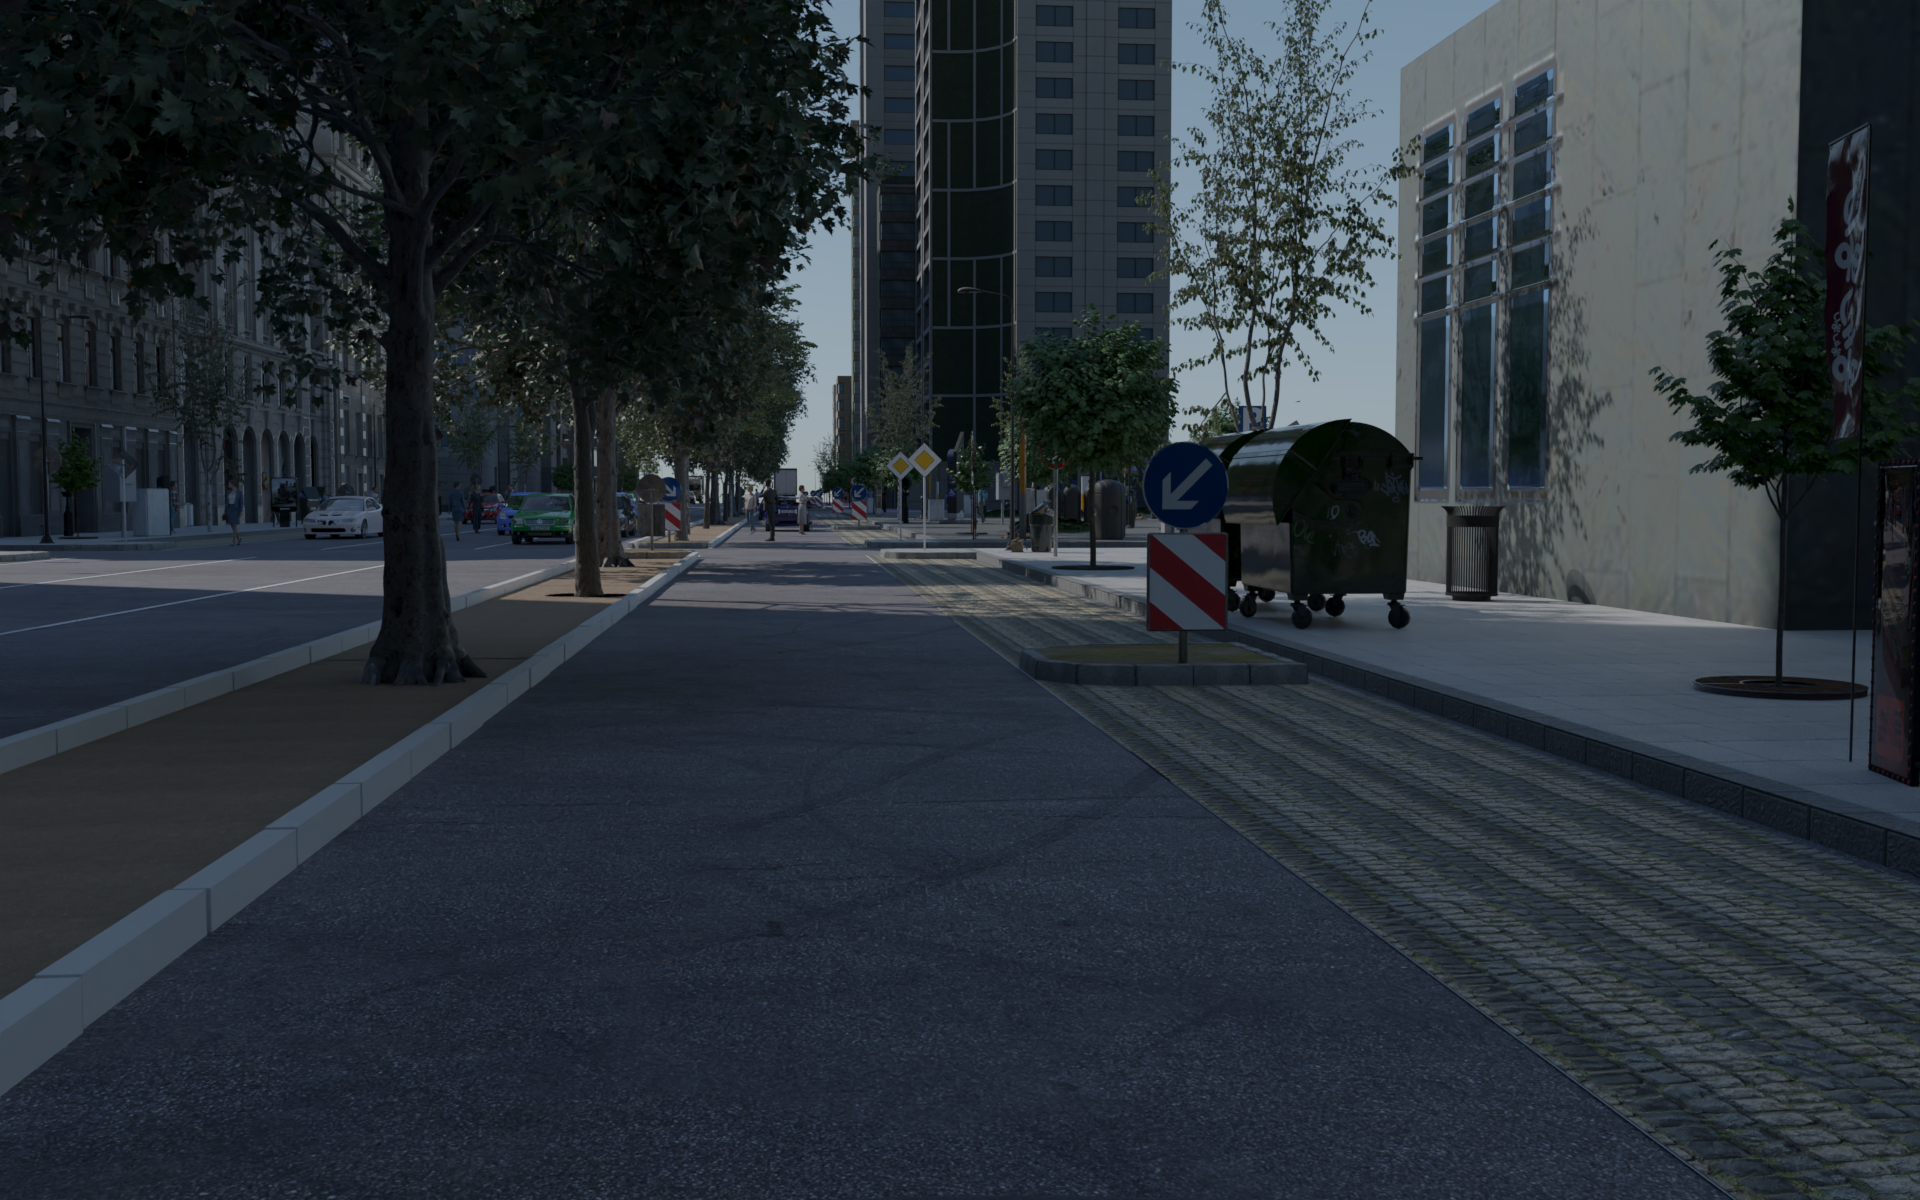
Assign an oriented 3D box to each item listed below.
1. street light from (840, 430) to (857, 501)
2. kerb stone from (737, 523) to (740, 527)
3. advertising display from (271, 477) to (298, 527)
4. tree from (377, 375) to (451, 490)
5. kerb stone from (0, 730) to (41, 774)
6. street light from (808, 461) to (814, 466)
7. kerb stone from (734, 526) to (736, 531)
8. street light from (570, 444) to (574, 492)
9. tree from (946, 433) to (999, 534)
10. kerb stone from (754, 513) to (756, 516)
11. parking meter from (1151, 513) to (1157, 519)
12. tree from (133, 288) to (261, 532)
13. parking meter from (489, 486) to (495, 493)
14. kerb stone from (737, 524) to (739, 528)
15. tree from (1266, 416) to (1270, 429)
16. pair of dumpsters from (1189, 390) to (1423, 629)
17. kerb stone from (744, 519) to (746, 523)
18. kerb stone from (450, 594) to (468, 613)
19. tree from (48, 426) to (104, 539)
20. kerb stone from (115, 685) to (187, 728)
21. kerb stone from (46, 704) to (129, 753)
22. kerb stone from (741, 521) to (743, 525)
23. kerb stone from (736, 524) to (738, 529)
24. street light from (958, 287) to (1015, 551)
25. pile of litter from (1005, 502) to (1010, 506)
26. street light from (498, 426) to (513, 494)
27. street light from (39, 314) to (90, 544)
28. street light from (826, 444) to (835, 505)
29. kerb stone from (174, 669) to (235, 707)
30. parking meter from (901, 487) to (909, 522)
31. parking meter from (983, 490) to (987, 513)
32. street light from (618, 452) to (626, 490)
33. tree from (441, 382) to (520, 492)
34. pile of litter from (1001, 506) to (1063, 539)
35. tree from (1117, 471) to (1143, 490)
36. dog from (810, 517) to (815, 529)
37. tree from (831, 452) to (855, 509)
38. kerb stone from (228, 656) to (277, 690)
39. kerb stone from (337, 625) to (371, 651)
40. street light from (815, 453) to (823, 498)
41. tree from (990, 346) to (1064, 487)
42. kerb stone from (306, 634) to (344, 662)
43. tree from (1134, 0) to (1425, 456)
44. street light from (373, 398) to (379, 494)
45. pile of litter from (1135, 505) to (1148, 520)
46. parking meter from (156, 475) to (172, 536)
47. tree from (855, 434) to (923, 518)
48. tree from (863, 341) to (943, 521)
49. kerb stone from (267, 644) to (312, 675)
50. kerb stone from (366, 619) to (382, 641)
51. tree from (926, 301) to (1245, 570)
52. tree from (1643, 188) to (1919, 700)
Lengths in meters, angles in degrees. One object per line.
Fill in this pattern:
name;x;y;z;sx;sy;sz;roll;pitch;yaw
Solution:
street light;-8.017;-9.351;125.433;1.470;5.913;1.316;0;4;-6
kerb stone;-9.078;-2.922;69.963;0.120;0.150;1.000;0;4;-6
advertising display;-26.094;-3.773;66.900;0.974;1.923;0.123;0;4;-6
tree;-30.130;-8.918;96.167;4.360;8.622;3.978;0;3;0
kerb stone;-4.954;0.810;8.972;0.120;0.150;1.000;0;4;-6
street light;-20.349;-16.671;245.118;1.470;5.913;1.316;0;4;-6
kerb stone;-8.562;-2.610;64.870;0.120;0.150;1.000;0;4;-6
street light;-34.763;-11.297;157.248;1.470;5.913;1.316;0;4;-6
tree;0.256;-3.713;55.312;1.663;3.219;1.824;0;3;0
kerb stone;-14.168;-5.975;119.879;0.120;0.150;1.000;0;4;-6
parking meter;9.964;-5.093;88.974;0.255;1.863;0.399;0;4;-2
tree;-25.381;-6.596;58.209;4.360;8.622;3.978;0;3;0
parking meter;-31.820;-6.860;117.879;0.255;1.863;0.399;1;4;20
kerb stone;-8.981;-2.859;68.946;0.120;0.150;1.000;0;4;-6
tree;9.293;-4.549;58.091;4.285;4.588;4.351;0;3;0
pair of dumpsters;3.446;-0.973;18.402;1.574;2.255;4.437;0;4;-6
kerb stone;-10.218;-3.607;81.163;0.120;0.150;1.000;0;4;-6
kerb stone;-6.209;0.061;21.215;0.120;0.150;1.000;0;4;-6
tree;-25.417;-3.360;49.539;1.663;3.219;1.824;0;3;0
kerb stone;-5.163;0.687;11.006;0.120;0.150;1.000;0;4;-6
kerb stone;-5.059;0.751;9.989;0.120;0.150;1.000;0;4;-6
kerb stone;-9.597;-3.233;75.052;0.120;0.150;1.000;0;4;-6
kerb stone;-8.867;-2.797;67.921;0.120;0.150;1.000;0;4;-6
street light;0.650;-4.074;39.144;1.470;5.913;1.316;0;4;-6
pile of litter;3.046;-5.265;100.041;1.176;0.858;1.719;1;4;18
street light;-30.682;-8.853;117.289;1.470;5.913;1.316;0;4;-6
street light;-23.165;-4.421;44.825;1.470;5.913;1.316;0;4;-6
street light;-11.791;-11.541;161.234;1.470;5.913;1.316;0;4;-6
kerb stone;-5.269;0.622;12.023;0.120;0.150;1.000;0;4;-6
parking meter;-2.569;-4.579;80.580;0.255;1.863;0.399;1;4;18
parking meter;1.547;-6.190;109.619;0.372;1.533;0.369;0;3;0
street light;-39.555;-14.160;204.063;1.470;5.913;1.316;0;4;-6
tree;-30.994;-9.797;110.550;4.737;8.622;4.395;0;3;0
pile of litter;2.066;-2.194;49.835;1.719;0.858;1.176;2;4;30
tree;9.279;-9.105;99.235;4.737;8.622;4.395;0;3;0
dog;-6.198;-3.113;70.183;0.406;0.507;0.540;3;4;38
tree;-5.419;-7.649;108.780;4.285;4.588;4.351;0;3;0
kerb stone;-5.370;0.564;13.045;0.120;0.150;1.000;0;4;-6
kerb stone;-5.689;0.372;16.118;0.120;0.150;1.000;0;4;-6
street light;-16.633;-14.481;209.311;1.470;5.913;1.316;0;4;-6
tree;3.597;-8.244;85.155;4.737;8.622;4.395;0;3;0
kerb stone;-5.577;0.435;15.083;0.120;0.150;1.000;0;4;-6
tree;4.133;-4.468;23.408;4.360;8.622;3.978;0;3;0
street light;-26.970;-6.663;81.481;1.470;5.913;1.316;0;4;-6
pile of litter;8.952;-4.469;87.039;1.176;0.858;1.719;3;4;37
parking meter;-24.611;-2.925;53.541;0.399;1.863;0.255;2;4;33
tree;-3.265;-6.739;93.901;4.285;4.588;4.351;0;3;0
tree;-2.916;-8.162;83.807;4.360;8.622;3.978;0;3;0
kerb stone;-5.480;0.498;14.063;0.120;0.150;1.000;0;4;-6
kerb stone;-5.793;0.311;17.135;0.120;0.150;1.000;0;4;-6
tree;2.316;-2.817;29.778;4.285;4.588;4.351;0;3;0
tree;5.194;-1.012;11.148;1.663;3.219;1.824;0;3;0
